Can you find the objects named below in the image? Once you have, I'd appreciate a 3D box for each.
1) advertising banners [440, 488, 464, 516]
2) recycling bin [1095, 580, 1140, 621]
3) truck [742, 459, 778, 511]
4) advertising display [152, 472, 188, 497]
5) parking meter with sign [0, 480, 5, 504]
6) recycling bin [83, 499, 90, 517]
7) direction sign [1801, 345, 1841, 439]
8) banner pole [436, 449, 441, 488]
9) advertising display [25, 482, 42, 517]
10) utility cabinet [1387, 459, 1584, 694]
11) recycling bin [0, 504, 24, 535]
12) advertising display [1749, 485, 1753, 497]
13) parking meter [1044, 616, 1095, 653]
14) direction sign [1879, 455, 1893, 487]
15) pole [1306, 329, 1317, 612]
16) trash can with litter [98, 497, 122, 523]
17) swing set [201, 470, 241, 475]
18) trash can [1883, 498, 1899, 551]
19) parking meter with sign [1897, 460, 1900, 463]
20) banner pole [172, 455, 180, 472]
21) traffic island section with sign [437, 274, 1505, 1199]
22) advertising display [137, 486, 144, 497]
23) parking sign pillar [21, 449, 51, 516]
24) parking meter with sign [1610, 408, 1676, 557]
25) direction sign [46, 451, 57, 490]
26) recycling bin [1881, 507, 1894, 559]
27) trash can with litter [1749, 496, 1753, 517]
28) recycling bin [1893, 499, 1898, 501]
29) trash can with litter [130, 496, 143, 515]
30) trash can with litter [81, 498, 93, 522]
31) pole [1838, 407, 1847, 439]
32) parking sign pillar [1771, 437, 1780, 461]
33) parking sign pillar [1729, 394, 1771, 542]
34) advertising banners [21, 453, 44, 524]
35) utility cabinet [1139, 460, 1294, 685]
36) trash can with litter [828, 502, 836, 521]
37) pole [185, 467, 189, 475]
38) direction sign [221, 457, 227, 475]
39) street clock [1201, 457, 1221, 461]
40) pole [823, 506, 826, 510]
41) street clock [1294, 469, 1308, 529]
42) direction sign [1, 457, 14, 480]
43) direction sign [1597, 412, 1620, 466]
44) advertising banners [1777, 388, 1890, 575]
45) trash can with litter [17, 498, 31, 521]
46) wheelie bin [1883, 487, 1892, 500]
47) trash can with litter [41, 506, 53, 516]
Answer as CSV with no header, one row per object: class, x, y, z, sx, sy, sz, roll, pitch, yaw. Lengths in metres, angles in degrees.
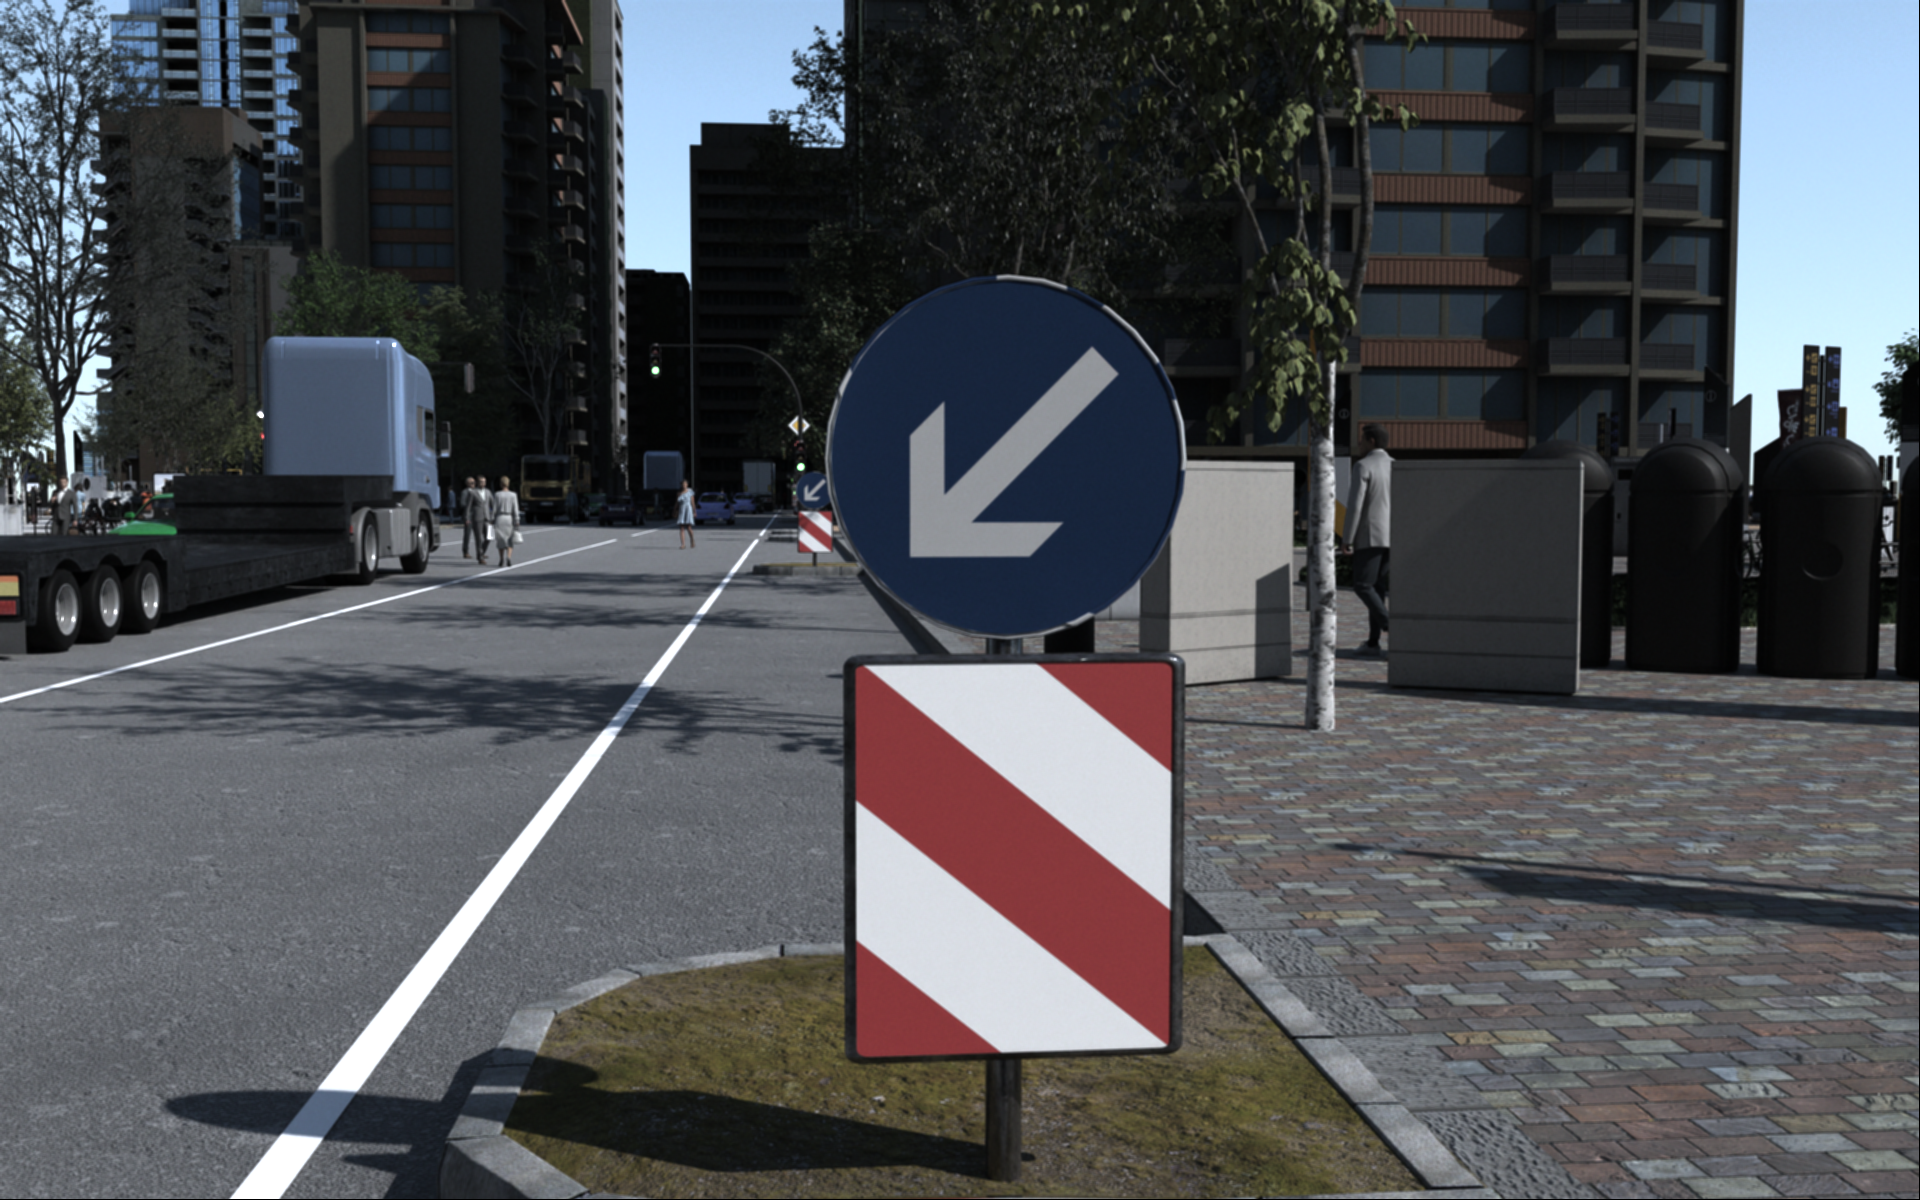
advertising banners,-29.576,-6.374,100.396,2.074,3.025,0.090,-2,4,-23
recycling bin,1.489,-0.325,17.866,0.722,1.027,0.722,0,4,-5
truck,-16.858,-9.594,145.780,2.839,4.237,11.283,0,4,-5
advertising display,-23.277,-2.808,51.122,0.974,1.923,0.123,-1,4,-12
parking meter with sign,-53.662,-6.148,96.787,1.738,3.016,0.543,-1,4,-20
recycling bin,-44.880,-4.632,88.290,0.722,1.027,0.722,0,4,1
direction sign,13.177,-2.114,26.564,0.876,3.537,0.379,-2,4,-29
banner pole,-25.839,-5.809,84.990,0.863,3.779,0.401,1,4,11
advertising display,-51.424,-5.559,96.108,0.123,1.923,0.974,1,4,20
utility cabinet,3.422,-0.160,11.296,1.173,1.500,0.318,2,4,24
recycling bin,-23.629,-1.856,42.901,0.722,1.027,0.722,-2,4,-25
advertising display,56.583,-7.293,124.452,0.974,1.923,0.123,0,4,-1
parking meter,0.806,-0.265,12.742,0.372,1.533,0.369,0,3,0
direction sign,54.455,-6.726,101.959,0.379,3.537,0.876,-2,4,-26
pole,3.875,-1.531,18.868,0.158,3.312,0.155,0,3,0
trash can with litter,-37.669,-3.994,76.687,1.055,1.170,0.624,1,4,10
swing set,-47.778,-6.944,111.147,3.119,2.851,2.862,-1,4,-22
trash can,20.809,-1.672,38.999,0.748,1.137,0.748,0,3,0
parking meter with sign,44.202,-5.115,79.897,0.543,3.016,1.738,-3,4,-38
banner pole,-49.757,-7.346,110.122,0.401,3.779,0.863,1,4,11
traffic island section with sign,-0.089,0.288,3.917,1.989,1.847,2.006,0,4,-6
advertising display,-61.802,-7.691,130.961,0.974,1.923,0.123,1,4,17
parking sign pillar,-54.994,-6.993,102.803,1.447,3.967,1.447,-2,4,-27
parking meter with sign,13.672,-2.399,35.480,1.738,3.016,0.543,1,4,17
direction sign,-46.530,-5.947,89.236,0.876,3.537,0.379,-2,4,-26
recycling bin,18.147,-1.352,34.664,0.722,1.027,0.722,-3,4,-36
trash can with litter,44.414,-5.261,97.406,1.055,1.170,0.624,-2,4,-31
recycling bin,51.113,-4.974,93.875,0.722,1.027,0.722,0,4,-2
trash can with litter,-39.076,-4.348,82.471,1.055,1.170,0.624,3,5,42
trash can with litter,-41.329,-4.289,81.185,1.678,1.210,2.233,-1,4,-23
pole,20.672,-2.862,40.636,0.158,3.312,0.155,0,3,0
parking sign pillar,35.769,-5.386,76.527,1.447,3.967,1.447,2,4,28
parking sign pillar,20.600,-3.559,46.654,1.447,3.967,1.447,-1,4,-16
advertising banners,-39.877,-4.791,74.516,2.074,3.025,0.090,3,4,37
utility cabinet,1.748,-0.190,11.792,1.173,1.500,0.318,-3,4,-37
trash can with litter,-6.074,-4.398,83.296,0.624,1.170,1.055,0,4,0
pole,-54.817,-7.892,122.883,0.158,3.312,0.155,0,3,0
direction sign,-44.729,-6.929,105.286,0.379,3.537,0.876,-3,5,-44
street clock,4.930,-1.807,34.108,0.471,2.002,0.358,-2,4,-29
pole,-7.744,-6.418,98.775,0.158,3.312,0.155,0,3,0
street clock,9.758,-2.772,49.896,0.471,2.002,0.358,1,4,18
direction sign,-58.009,-6.947,105.578,0.876,3.537,0.379,1,4,13
direction sign,17.950,-3.428,48.044,0.379,3.537,0.876,-1,4,-19
advertising banners,14.187,-1.961,28.249,0.090,3.025,2.074,-2,4,-26
trash can with litter,-43.764,-4.249,80.851,1.055,1.170,0.624,0,4,-1
wheelie bin,41.381,-4.284,77.949,0.980,1.594,0.693,1,4,17
trash can with litter,-52.930,-5.478,100.956,0.624,1.170,1.055,2,4,33
